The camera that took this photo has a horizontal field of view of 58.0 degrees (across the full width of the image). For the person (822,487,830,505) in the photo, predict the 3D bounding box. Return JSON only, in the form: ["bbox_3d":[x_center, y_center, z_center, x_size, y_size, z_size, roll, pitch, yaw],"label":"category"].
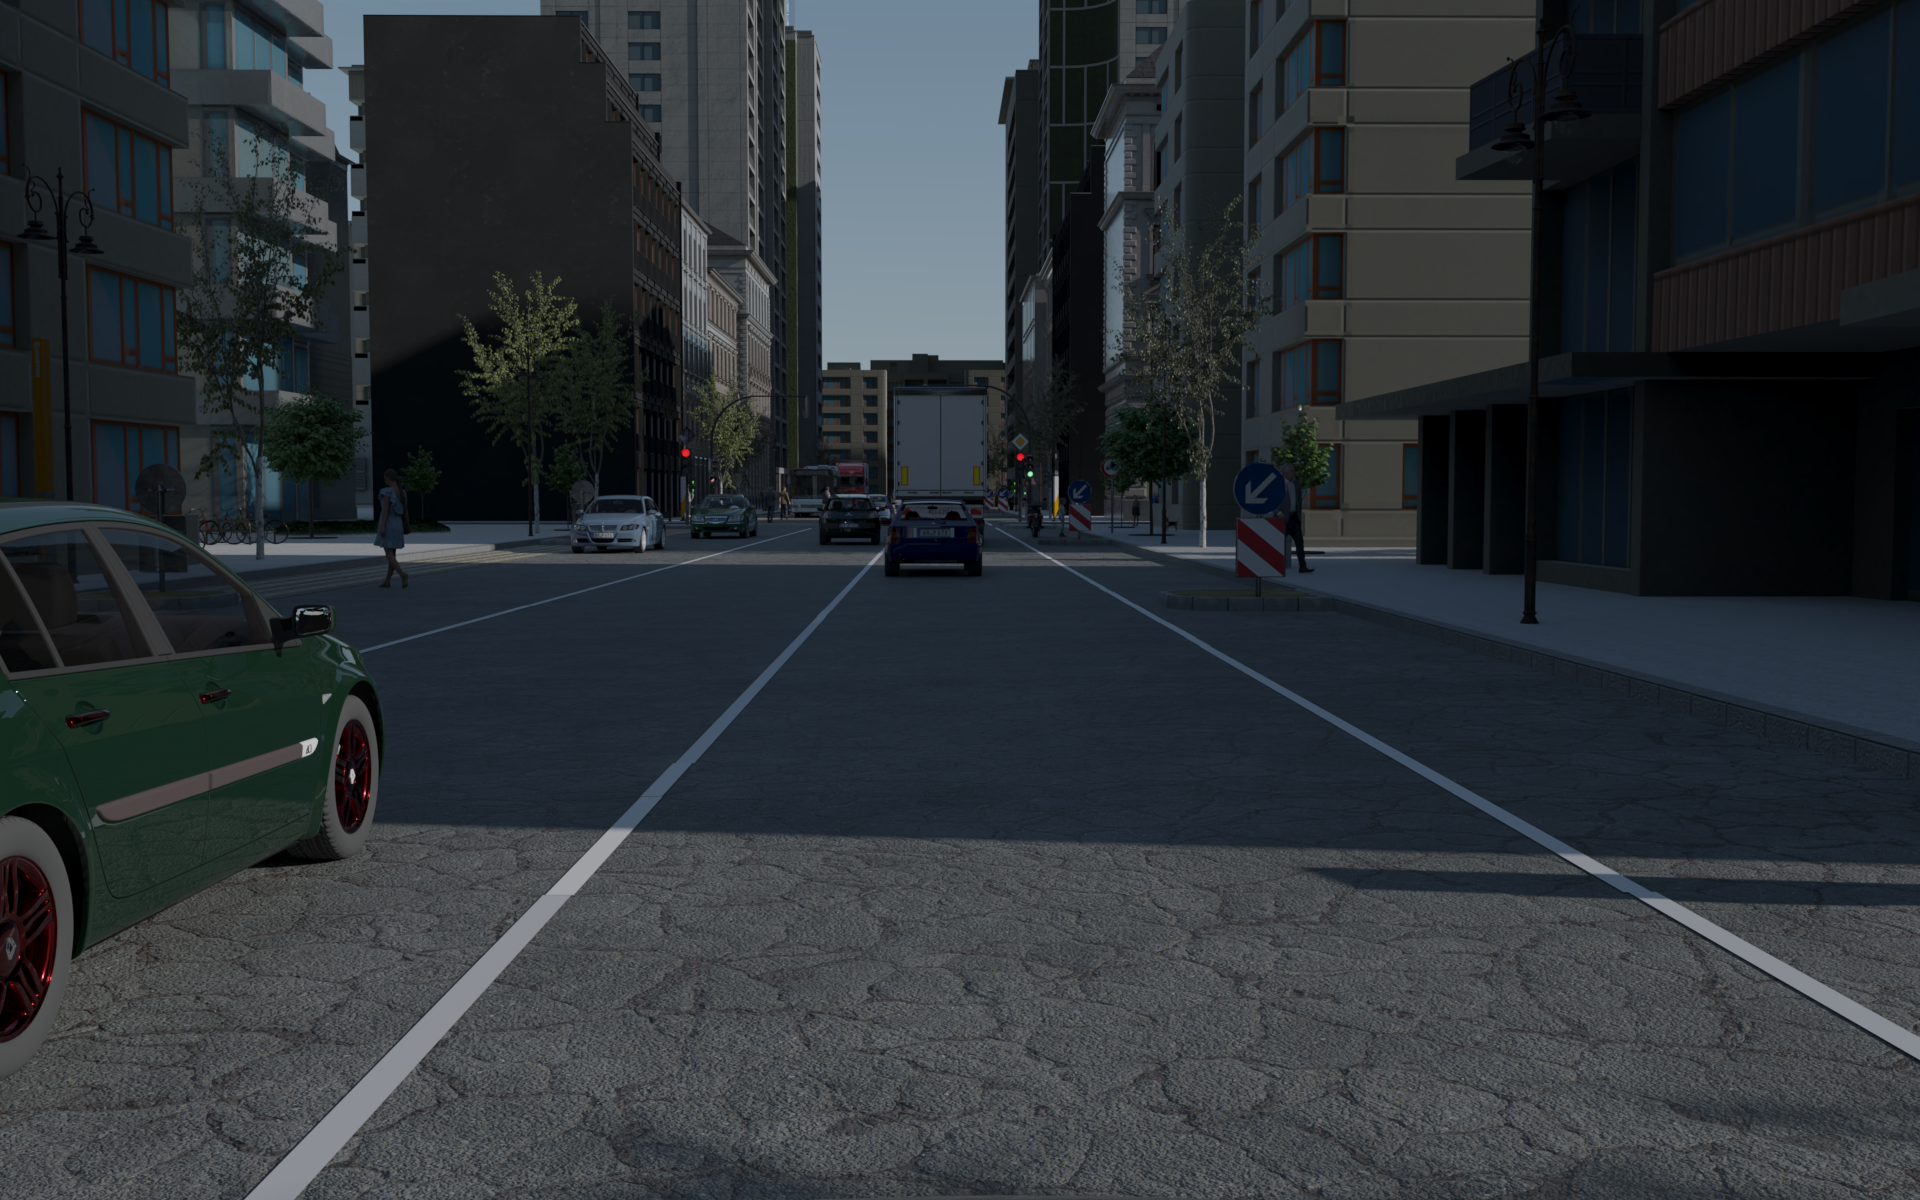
[{"bbox_3d":[-7.460,-5.407,97.008,0.850,1.850,0.679,-2,4,-24],"label":"person"}]

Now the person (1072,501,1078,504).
[{"bbox_3d":[6.405,-5.544,96.957,0.520,1.790,0.573,2,4,28],"label":"person"}]

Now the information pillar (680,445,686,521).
[{"bbox_3d":[-13.147,-5.567,82.378,0.183,3.616,0.504,1,4,19],"label":"information pillar"}]

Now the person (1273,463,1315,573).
[{"bbox_3d":[5.340,-1.315,27.943,0.661,1.777,0.834,-2,4,-34],"label":"person"}]

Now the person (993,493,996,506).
[{"bbox_3d":[4.078,-11.406,192.673,0.705,1.807,1.348,3,4,37],"label":"person"}]

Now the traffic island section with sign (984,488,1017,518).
[{"bbox_3d":[2.464,-5.895,105.007,1.989,1.847,2.006,0,4,-1],"label":"traffic island section with sign"}]

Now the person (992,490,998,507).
[{"bbox_3d":[3.533,-9.983,169.999,0.721,1.736,1.217,-3,4,-37],"label":"person"}]

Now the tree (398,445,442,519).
[{"bbox_3d":[-21.123,-4.489,67.999,1.663,3.219,1.824,0,3,0],"label":"tree"}]

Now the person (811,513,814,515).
[{"bbox_3d":[-10.310,-6.831,120.193,0.555,1.821,0.388,1,4,12],"label":"person"}]

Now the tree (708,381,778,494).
[{"bbox_3d":[-13.915,-9.811,110.766,4.360,8.622,3.978,0,3,0],"label":"tree"}]

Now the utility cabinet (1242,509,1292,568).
[{"bbox_3d":[5.341,-1.319,30.237,0.318,1.500,1.173,-1,4,-21],"label":"utility cabinet"}]

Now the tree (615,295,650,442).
[{"bbox_3d":[-13.494,-6.953,64.051,4.737,8.622,4.395,0,3,0],"label":"tree"}]

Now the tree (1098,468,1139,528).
[{"bbox_3d":[6.002,-4.343,65.615,1.663,3.219,1.824,0,3,0],"label":"tree"}]

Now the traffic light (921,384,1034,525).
[{"bbox_3d":[0.777,-5.939,71.773,4.771,5.953,1.251,0,4,-1],"label":"traffic light"}]

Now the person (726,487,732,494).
[{"bbox_3d":[-11.853,-4.899,88.944,0.721,1.781,0.623,1,4,17],"label":"person"}]

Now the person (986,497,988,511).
[{"bbox_3d":[2.338,-8.232,143.261,0.590,1.801,0.661,-2,4,-33],"label":"person"}]

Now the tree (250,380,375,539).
[{"bbox_3d":[-18.720,-4.061,50.117,4.285,4.588,4.351,0,3,0],"label":"tree"}]

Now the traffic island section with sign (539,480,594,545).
[{"bbox_3d":[-10.687,-2.461,48.872,1.989,1.847,2.006,0,4,-1],"label":"traffic island section with sign"}]

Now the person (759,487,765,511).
[{"bbox_3d":[-14.477,-7.421,127.555,0.661,1.801,0.590,1,4,9],"label":"person"}]

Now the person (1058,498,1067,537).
[{"bbox_3d":[3.436,-2.762,57.943,0.394,1.301,0.425,-2,4,-32],"label":"person"}]

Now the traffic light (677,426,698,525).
[{"bbox_3d":[-11.292,-5.065,71.734,0.839,4.253,0.868,0,4,-1],"label":"traffic light"}]

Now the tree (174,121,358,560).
[{"bbox_3d":[-13.924,-5.092,33.609,4.360,8.622,3.978,0,3,0],"label":"tree"}]

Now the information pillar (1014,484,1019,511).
[{"bbox_3d":[4.209,-7.619,129.056,0.304,2.012,0.304,0,4,4],"label":"information pillar"}]

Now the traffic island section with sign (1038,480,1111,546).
[{"bbox_3d":[3.229,-2.479,49.163,1.989,1.847,2.006,0,4,-1],"label":"traffic island section with sign"}]

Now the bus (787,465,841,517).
[{"bbox_3d":[-9.008,-6.978,108.951,2.948,3.499,13.247,0,4,-2],"label":"bus"}]

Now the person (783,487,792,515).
[{"bbox_3d":[-11.946,-6.810,119.207,0.474,1.900,0.648,-3,5,-41],"label":"person"}]

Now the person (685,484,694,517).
[{"bbox_3d":[-15.564,-5.697,99.032,0.661,1.843,0.795,0,4,-8],"label":"person"}]

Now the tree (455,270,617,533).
[{"bbox_3d":[-14.021,-6.472,56.187,4.737,8.622,4.395,0,3,0],"label":"tree"}]

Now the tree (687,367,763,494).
[{"bbox_3d":[-13.661,-9.188,100.588,4.737,8.622,4.395,0,3,0],"label":"tree"}]

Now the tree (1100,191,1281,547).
[{"bbox_3d":[5.599,-5.565,41.358,4.360,8.622,3.978,0,3,0],"label":"tree"}]

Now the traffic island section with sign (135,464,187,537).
[{"bbox_3d":[-10.330,-0.813,21.920,1.989,1.847,2.006,0,4,-1],"label":"traffic island section with sign"}]

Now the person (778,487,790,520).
[{"bbox_3d":[-9.849,-5.425,97.111,0.656,1.842,0.836,-2,4,-25],"label":"person"}]

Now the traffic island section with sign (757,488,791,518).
[{"bbox_3d":[-11.448,-5.861,104.458,1.989,1.847,2.006,0,4,-1],"label":"traffic island section with sign"}]

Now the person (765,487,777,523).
[{"bbox_3d":[-9.268,-4.684,85.255,0.661,1.801,0.590,1,4,19],"label":"person"}]

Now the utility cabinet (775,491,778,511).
[{"bbox_3d":[-14.107,-7.503,131.354,0.318,1.500,1.173,1,4,15],"label":"utility cabinet"}]

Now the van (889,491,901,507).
[{"bbox_3d":[-5.691,-9.588,163.770,2.013,2.044,4.112,0,4,-3],"label":"van"}]

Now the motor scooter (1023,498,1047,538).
[{"bbox_3d":[2.500,-2.748,57.705,0.815,1.314,1.986,0,4,1],"label":"motor scooter"}]

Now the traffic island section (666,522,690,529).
[{"bbox_3d":[-11.332,-3.033,71.868,2.009,0.180,2.903,0,4,-1],"label":"traffic island section"}]

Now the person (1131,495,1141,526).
[{"bbox_3d":[7.041,-3.581,69.269,0.362,1.253,0.373,2,4,26],"label":"person"}]

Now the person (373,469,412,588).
[{"bbox_3d":[-8.596,-1.088,26.377,0.778,1.811,0.616,3,4,38],"label":"person"}]

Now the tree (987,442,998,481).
[{"bbox_3d":[3.126,-17.224,231.976,4.737,8.622,4.395,0,3,0],"label":"tree"}]

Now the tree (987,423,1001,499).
[{"bbox_3d":[3.584,-13.276,167.420,4.360,8.622,3.978,0,3,0],"label":"tree"}]

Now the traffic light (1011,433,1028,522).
[{"bbox_3d":[2.758,-5.566,79.928,0.839,4.253,0.868,0,4,-1],"label":"traffic light"}]

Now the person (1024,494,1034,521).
[{"bbox_3d":[3.339,-4.606,84.360,0.519,1.759,0.362,2,4,25],"label":"person"}]

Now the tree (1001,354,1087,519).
[{"bbox_3d":[4.481,-8.557,90.272,4.360,8.622,3.978,0,3,0],"label":"tree"}]

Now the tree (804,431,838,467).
[{"bbox_3d":[-15.965,-15.292,200.391,4.360,8.622,3.978,0,3,0],"label":"tree"}]

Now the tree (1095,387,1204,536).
[{"bbox_3d":[5.914,-4.276,53.631,4.285,4.588,4.351,0,3,0],"label":"tree"}]

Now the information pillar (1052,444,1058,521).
[{"bbox_3d":[4.495,-5.505,81.355,0.183,3.616,0.504,2,4,24],"label":"information pillar"}]

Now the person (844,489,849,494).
[{"bbox_3d":[-7.949,-6.755,119.163,0.699,1.804,1.509,-1,4,-22],"label":"person"}]

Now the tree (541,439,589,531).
[{"bbox_3d":[-13.834,-4.029,60.468,1.663,3.219,1.824,0,3,0],"label":"tree"}]

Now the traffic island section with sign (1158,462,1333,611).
[{"bbox_3d":[3.597,-0.831,22.210,1.989,1.847,2.006,0,4,-1],"label":"traffic island section with sign"}]

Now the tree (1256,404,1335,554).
[{"bbox_3d":[7.193,-2.605,37.198,1.663,3.219,1.824,0,3,0],"label":"tree"}]

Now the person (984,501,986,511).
[{"bbox_3d":[2.199,-8.348,145.228,0.529,1.795,0.600,-2,4,-26],"label":"person"}]

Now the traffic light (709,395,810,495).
[{"bbox_3d":[-9.311,-6.429,79.782,4.771,5.953,1.251,0,4,-1],"label":"traffic light"}]
